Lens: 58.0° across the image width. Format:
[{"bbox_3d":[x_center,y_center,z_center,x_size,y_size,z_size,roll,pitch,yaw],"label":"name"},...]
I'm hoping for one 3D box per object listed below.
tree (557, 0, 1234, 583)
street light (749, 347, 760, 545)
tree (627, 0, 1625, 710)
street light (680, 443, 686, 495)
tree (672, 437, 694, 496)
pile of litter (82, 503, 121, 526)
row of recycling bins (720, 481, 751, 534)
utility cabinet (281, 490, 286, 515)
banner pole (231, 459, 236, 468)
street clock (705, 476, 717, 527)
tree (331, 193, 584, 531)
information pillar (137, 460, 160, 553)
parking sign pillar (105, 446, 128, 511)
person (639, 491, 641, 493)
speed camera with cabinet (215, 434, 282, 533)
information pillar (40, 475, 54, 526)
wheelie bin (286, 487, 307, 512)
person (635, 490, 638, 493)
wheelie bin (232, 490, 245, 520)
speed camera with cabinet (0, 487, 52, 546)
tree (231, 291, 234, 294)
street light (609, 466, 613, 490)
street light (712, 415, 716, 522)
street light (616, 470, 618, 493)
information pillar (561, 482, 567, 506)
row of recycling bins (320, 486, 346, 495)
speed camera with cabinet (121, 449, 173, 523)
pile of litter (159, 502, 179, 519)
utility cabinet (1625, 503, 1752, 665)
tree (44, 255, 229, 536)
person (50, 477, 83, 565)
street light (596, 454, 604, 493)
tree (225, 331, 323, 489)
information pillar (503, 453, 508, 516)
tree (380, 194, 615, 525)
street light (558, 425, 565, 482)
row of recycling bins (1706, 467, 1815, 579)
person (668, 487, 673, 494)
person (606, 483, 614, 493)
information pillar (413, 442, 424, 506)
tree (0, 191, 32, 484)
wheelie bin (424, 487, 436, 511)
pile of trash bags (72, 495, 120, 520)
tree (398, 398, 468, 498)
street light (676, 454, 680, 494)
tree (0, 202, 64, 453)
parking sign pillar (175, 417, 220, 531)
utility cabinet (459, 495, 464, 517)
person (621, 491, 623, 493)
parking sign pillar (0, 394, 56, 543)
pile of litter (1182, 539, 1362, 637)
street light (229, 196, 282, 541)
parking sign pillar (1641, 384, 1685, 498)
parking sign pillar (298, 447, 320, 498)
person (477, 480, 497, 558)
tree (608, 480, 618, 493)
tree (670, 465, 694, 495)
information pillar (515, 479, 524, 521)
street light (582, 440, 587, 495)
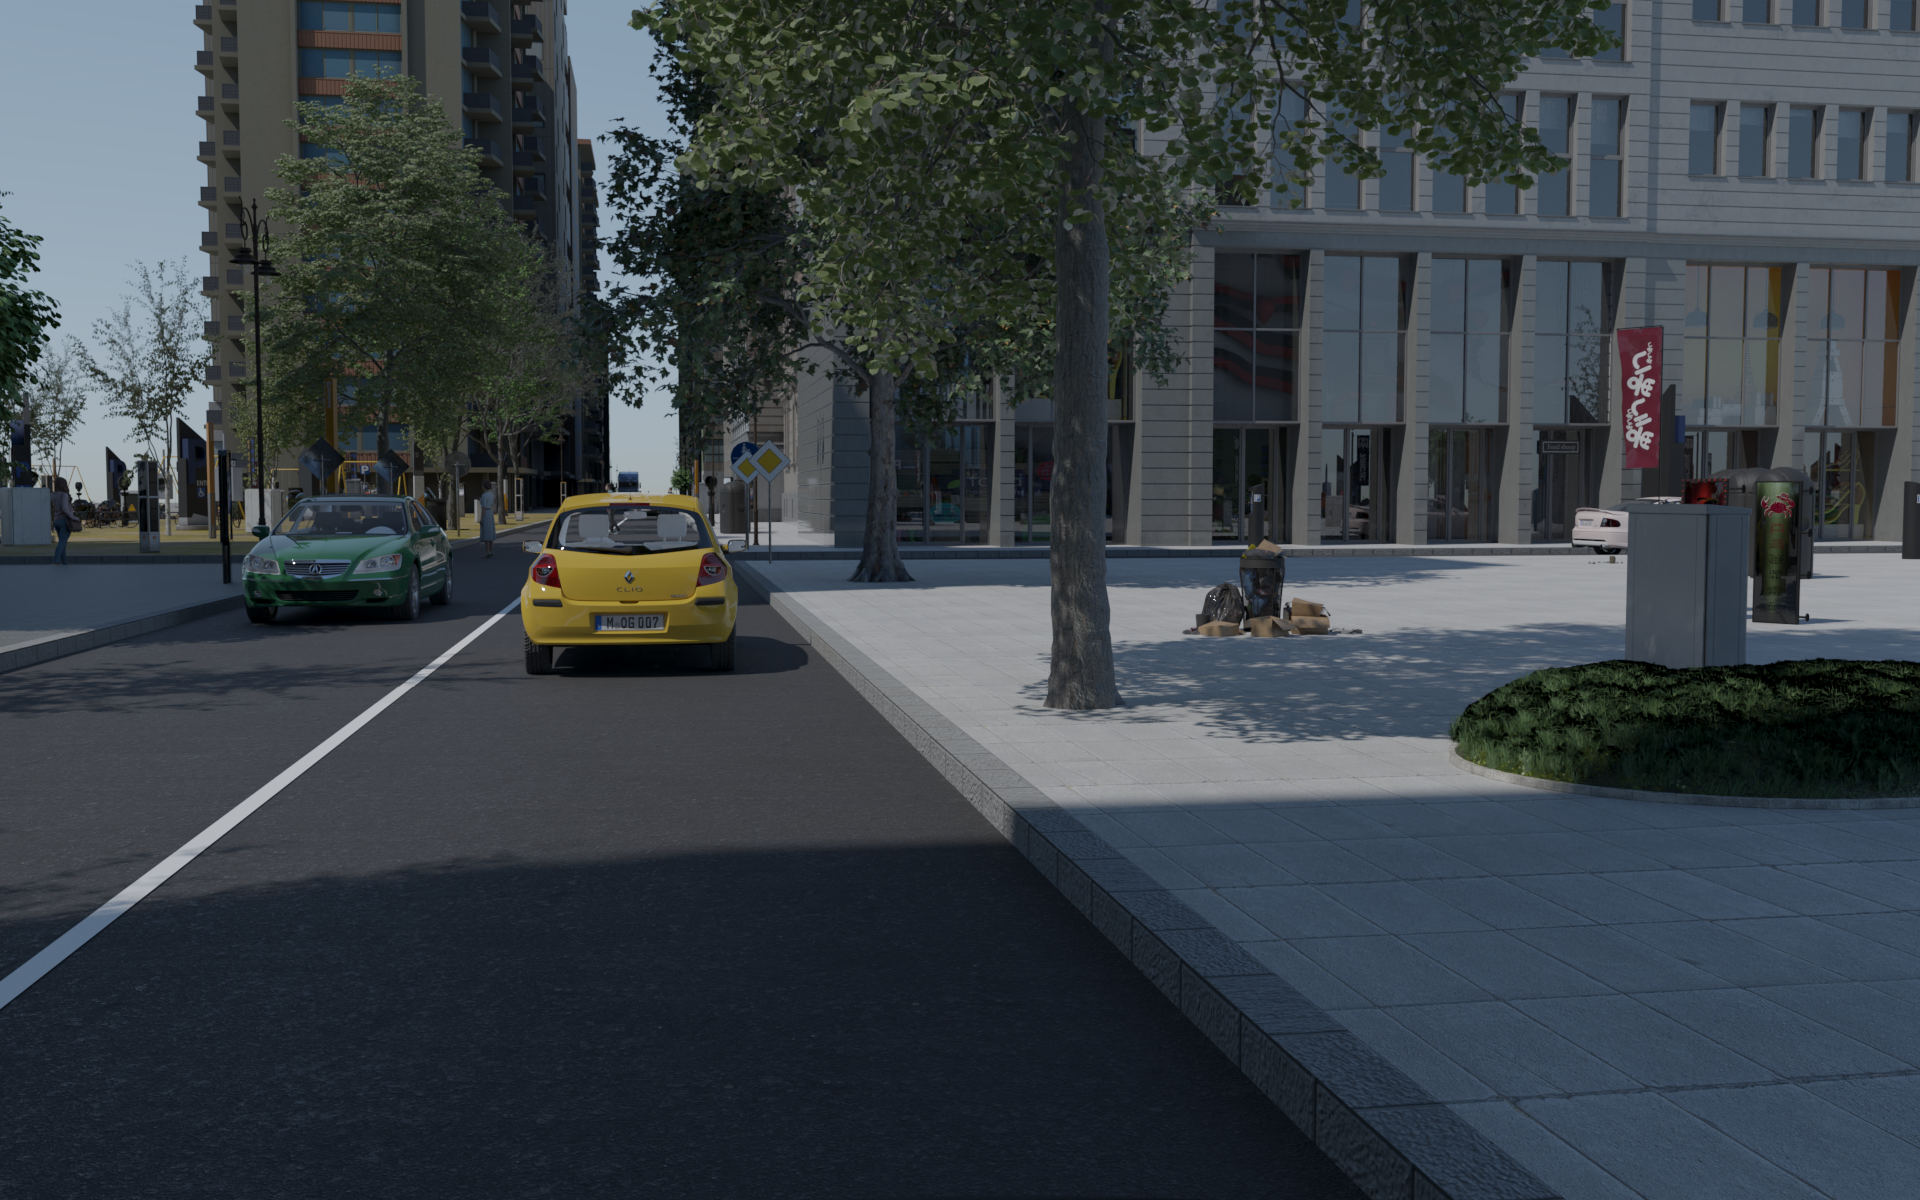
[{"bbox_3d":[-1.047,-6.618,25.213,9.611,12.733,9.660,0,3,0],"label":"tree"},{"bbox_3d":[-5.121,-4.314,43.318,0.468,5.910,1.993,-1,4,-10],"label":"street light"},{"bbox_3d":[0.897,-5.602,9.713,7.486,12.596,7.792,0,3,0],"label":"tree"},{"bbox_3d":[-24.321,-11.054,153.516,0.468,5.910,1.993,-1,4,-10],"label":"street light"},{"bbox_3d":[-32.205,-15.600,205.426,4.360,8.622,3.978,0,3,0],"label":"tree"},{"bbox_3d":[-34.749,-3.404,69.612,1.176,0.858,1.719,0,4,-3],"label":"pile of litter"},{"bbox_3d":[-7.423,-3.064,57.214,1.069,1.692,3.534,0,4,-6],"label":"row of recycling bins"},{"bbox_3d":[-41.259,-5.871,104.677,1.173,1.500,0.318,2,4,31],"label":"utility cabinet"},{"bbox_3d":[-45.325,-7.187,107.532,0.863,3.779,0.401,-1,4,-16],"label":"banner pole"},{"bbox_3d":[-9.808,-3.898,68.304,0.471,2.002,0.358,2,4,33],"label":"street clock"},{"bbox_3d":[-18.006,-8.267,60.918,9.928,11.665,9.643,0,3,0],"label":"tree"},{"bbox_3d":[-17.708,-2.038,37.807,0.304,2.012,0.304,2,4,23],"label":"information pillar"},{"bbox_3d":[-47.939,-6.732,98.532,1.447,3.967,1.447,1,4,12],"label":"parking sign pillar"},{"bbox_3d":[-32.143,-10.140,174.739,0.568,1.767,0.683,1,4,16],"label":"person"},{"bbox_3d":[-23.330,-3.818,56.755,2.038,3.252,0.660,1,4,10],"label":"speed camera with cabinet"},{"bbox_3d":[-35.197,-3.811,66.801,0.304,2.012,0.304,1,4,18],"label":"information pillar"},{"bbox_3d":[-31.034,-4.471,81.001,0.980,1.594,0.693,0,4,-7],"label":"wheelie bin"},{"bbox_3d":[-25.844,-7.914,138.422,0.617,1.759,0.750,0,4,-7],"label":"person"},{"bbox_3d":[-36.250,-4.840,87.040,0.693,1.594,0.980,1,4,17],"label":"wheelie bin"},{"bbox_3d":[-23.562,-2.953,42.625,0.660,3.252,2.038,2,4,34],"label":"speed camera with cabinet"},{"bbox_3d":[-15.126,-7.847,46.428,7.486,12.596,7.792,0,3,0],"label":"tree"},{"bbox_3d":[-46.570,-15.807,231.237,0.468,5.910,1.993,-1,4,-10],"label":"street light"},{"bbox_3d":[-11.189,-6.462,78.442,0.468,5.910,1.993,-1,4,-10],"label":"street light"},{"bbox_3d":[-52.864,-18.000,267.093,0.468,5.910,1.993,-1,4,-10],"label":"street light"},{"bbox_3d":[-24.688,-6.328,107.951,0.304,2.012,0.304,0,4,-1],"label":"information pillar"},{"bbox_3d":[-33.106,-5.116,90.759,3.534,1.692,1.069,1,4,16],"label":"row of recycling bins"},{"bbox_3d":[-35.867,-5.018,76.385,2.038,3.252,0.660,0,4,-7],"label":"speed camera with cabinet"},{"bbox_3d":[-40.379,-4.538,88.161,1.176,0.858,1.719,-3,5,-40],"label":"pile of litter"},{"bbox_3d":[4.661,0.002,11.132,0.306,1.237,1.020,0,4,-6],"label":"utility cabinet"},{"bbox_3d":[-24.457,-6.262,52.750,4.360,8.622,3.978,0,3,0],"label":"tree"},{"bbox_3d":[-16.597,-1.400,31.980,0.593,1.750,0.643,2,4,28],"label":"person"},{"bbox_3d":[-38.666,-12.992,185.206,0.468,5.910,1.993,-1,4,-10],"label":"street light"},{"bbox_3d":[-29.965,-7.657,75.552,4.737,8.622,4.395,0,3,0],"label":"tree"},{"bbox_3d":[-26.089,-6.612,99.465,0.183,3.616,0.504,0,4,1],"label":"information pillar"},{"bbox_3d":[-19.319,-9.896,72.164,12.009,13.543,11.850,0,3,0],"label":"tree"},{"bbox_3d":[-26.281,-8.656,114.320,0.468,5.910,1.993,-1,4,-10],"label":"street light"},{"bbox_3d":[12.636,-1.256,27.651,1.069,1.692,3.534,0,4,8],"label":"row of recycling bins"},{"bbox_3d":[-15.656,-5.166,93.138,0.473,1.802,0.592,2,4,33],"label":"person"},{"bbox_3d":[-12.327,-3.241,61.505,0.620,1.820,0.660,-1,4,-8],"label":"person"},{"bbox_3d":[-24.597,-5.340,78.660,0.504,3.616,0.183,-3,5,-43],"label":"information pillar"},{"bbox_3d":[-22.571,-5.406,38.755,4.737,8.622,4.395,0,3,0],"label":"tree"},{"bbox_3d":[-24.835,-4.460,80.823,0.693,1.594,0.980,-1,4,-9],"label":"wheelie bin"},{"bbox_3d":[-43.522,-4.666,86.034,3.447,1.369,1.912,0,4,7],"label":"pile of trash bags"},{"bbox_3d":[-31.744,-9.469,105.183,4.737,8.622,4.395,0,3,0],"label":"tree"},{"bbox_3d":[-30.364,-13.196,188.535,0.468,5.910,1.993,-1,4,-10],"label":"street light"},{"bbox_3d":[-10.258,-1.995,16.334,4.285,4.588,4.351,0,3,0],"label":"tree"},{"bbox_3d":[-27.026,-4.454,61.302,1.447,3.967,1.447,1,4,23],"label":"parking sign pillar"},{"bbox_3d":[-27.831,-5.174,95.755,0.306,1.237,1.020,1,4,20],"label":"utility cabinet"},{"bbox_3d":[-32.182,-9.489,164.582,0.756,1.711,0.436,2,4,24],"label":"person"},{"bbox_3d":[-24.634,-3.489,45.511,1.447,3.967,1.447,-2,4,-29],"label":"parking sign pillar"},{"bbox_3d":[2.908,-0.123,15.976,1.719,0.858,1.176,0,4,5],"label":"pile of litter"},{"bbox_3d":[-11.022,-3.330,27.228,0.468,5.910,1.993,-1,4,-10],"label":"street light"},{"bbox_3d":[17.530,-3.347,43.203,1.447,3.967,1.447,0,4,-7],"label":"parking sign pillar"},{"bbox_3d":[-31.639,-5.854,84.191,1.447,3.967,1.447,3,5,42],"label":"parking sign pillar"},{"bbox_3d":[-10.722,-1.832,39.015,0.524,1.755,0.480,1,4,12],"label":"person"},{"bbox_3d":[-47.726,-14.877,237.834,1.663,3.219,1.824,0,3,0],"label":"tree"},{"bbox_3d":[-31.452,-13.032,196.794,4.285,4.588,4.351,0,3,0],"label":"tree"},{"bbox_3d":[-20.884,-4.746,82.082,0.304,2.012,0.304,0,4,2],"label":"information pillar"},{"bbox_3d":[-32.339,-10.798,149.337,0.468,5.910,1.993,-1,4,-10],"label":"street light"}]
